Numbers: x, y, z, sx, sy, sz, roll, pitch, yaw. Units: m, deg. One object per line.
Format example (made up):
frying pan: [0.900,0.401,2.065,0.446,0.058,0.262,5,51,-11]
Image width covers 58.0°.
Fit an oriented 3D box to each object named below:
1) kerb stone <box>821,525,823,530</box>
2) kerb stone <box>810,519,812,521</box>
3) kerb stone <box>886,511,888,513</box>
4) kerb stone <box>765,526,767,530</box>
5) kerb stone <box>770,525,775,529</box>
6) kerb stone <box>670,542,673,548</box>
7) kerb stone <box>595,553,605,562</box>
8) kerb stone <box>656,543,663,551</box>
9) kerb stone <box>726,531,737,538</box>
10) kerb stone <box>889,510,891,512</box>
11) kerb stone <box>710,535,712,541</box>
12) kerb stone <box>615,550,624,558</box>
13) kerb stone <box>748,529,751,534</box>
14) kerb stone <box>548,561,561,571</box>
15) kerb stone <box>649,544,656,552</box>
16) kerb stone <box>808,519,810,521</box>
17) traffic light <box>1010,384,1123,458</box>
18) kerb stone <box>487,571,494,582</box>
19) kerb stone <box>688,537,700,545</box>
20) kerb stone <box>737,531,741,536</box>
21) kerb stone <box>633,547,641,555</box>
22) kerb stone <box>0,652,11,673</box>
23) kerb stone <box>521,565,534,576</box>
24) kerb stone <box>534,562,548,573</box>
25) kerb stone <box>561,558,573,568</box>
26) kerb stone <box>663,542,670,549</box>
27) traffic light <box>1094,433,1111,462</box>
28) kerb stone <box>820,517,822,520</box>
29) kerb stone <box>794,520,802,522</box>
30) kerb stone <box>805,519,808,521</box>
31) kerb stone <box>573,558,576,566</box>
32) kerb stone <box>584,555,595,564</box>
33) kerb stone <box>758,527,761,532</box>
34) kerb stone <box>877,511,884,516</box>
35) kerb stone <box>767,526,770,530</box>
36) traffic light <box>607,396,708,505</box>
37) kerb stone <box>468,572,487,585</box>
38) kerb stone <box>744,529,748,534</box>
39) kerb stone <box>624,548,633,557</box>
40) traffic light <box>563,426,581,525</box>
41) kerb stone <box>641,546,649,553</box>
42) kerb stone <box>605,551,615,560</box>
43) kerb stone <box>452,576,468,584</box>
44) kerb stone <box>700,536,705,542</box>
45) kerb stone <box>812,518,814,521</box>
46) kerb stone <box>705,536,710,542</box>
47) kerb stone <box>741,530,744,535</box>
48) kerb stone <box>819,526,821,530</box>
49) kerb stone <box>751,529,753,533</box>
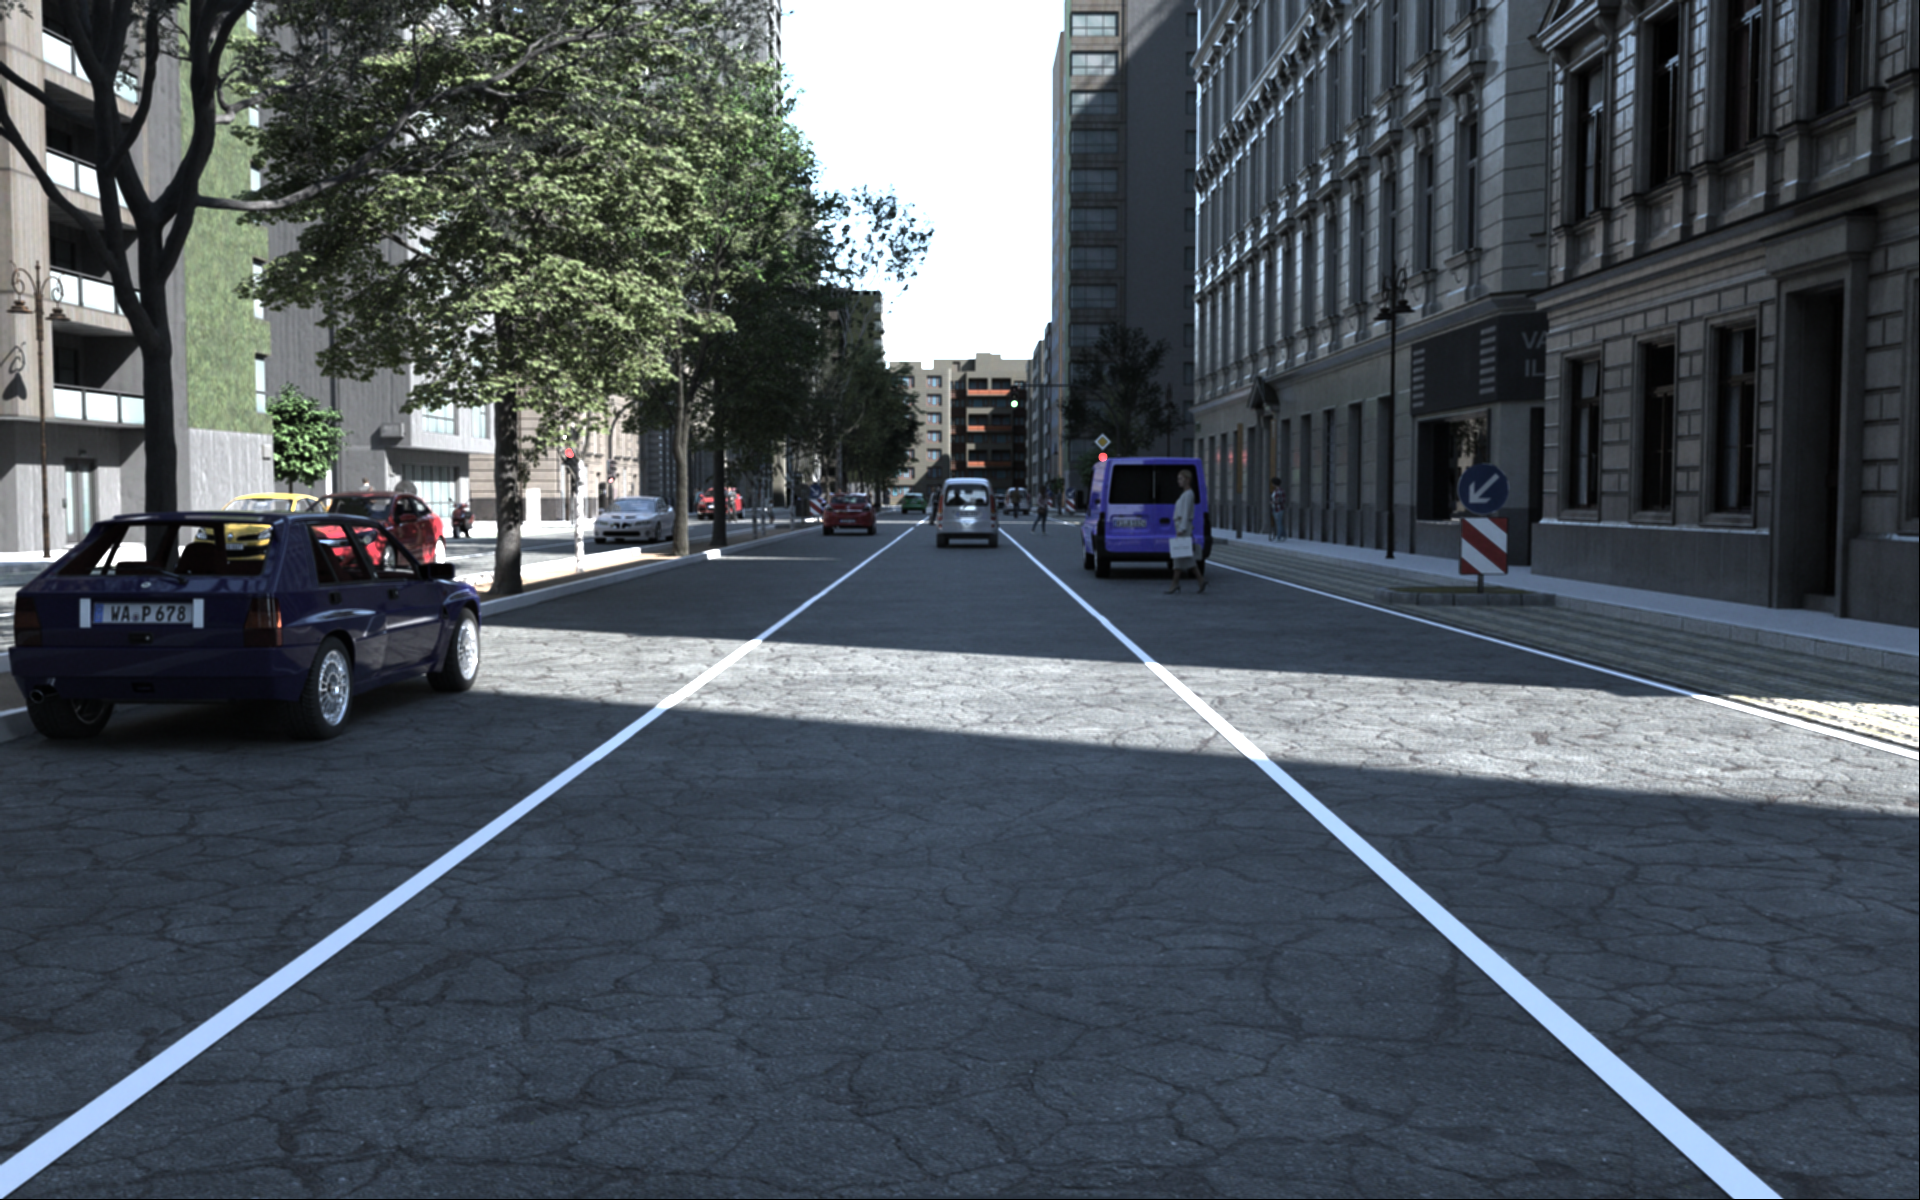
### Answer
kerb stone: [-5.590,-2.818,68.274,0.120,0.150,1.000,0,3,0]
kerb stone: [-7.683,-3.979,87.266,0.120,0.150,1.000,0,3,0]
kerb stone: [-5.581,-6.426,127.257,0.120,0.150,1.000,0,3,0]
kerb stone: [-7.688,-2.754,67.219,0.120,0.150,1.000,0,3,0]
kerb stone: [-7.681,-2.942,70.297,0.120,0.150,1.000,0,3,0]
kerb stone: [-7.696,-1.439,45.719,0.120,0.150,1.000,0,3,0]
kerb stone: [-7.695,-0.875,36.496,0.120,0.150,1.000,0,3,0]
kerb stone: [-7.696,-1.313,43.674,0.120,0.150,1.000,0,3,0]
kerb stone: [-7.690,-2.187,58.006,0.120,0.150,1.000,0,3,0]
kerb stone: [-5.578,-6.738,132.391,0.120,0.150,1.000,0,3,0]
kerb stone: [-7.689,-1.873,52.882,0.120,0.150,1.000,0,3,0]
kerb stone: [-7.693,-1.000,38.546,0.120,0.150,1.000,0,3,0]
kerb stone: [-7.690,-2.440,62.094,0.120,0.150,1.000,0,3,0]
kerb stone: [-7.695,-0.624,32.399,0.120,0.150,1.000,0,3,0]
kerb stone: [-7.689,-1.251,42.646,0.120,0.150,1.000,0,3,0]
kerb stone: [-7.684,-3.915,86.244,0.120,0.150,1.000,0,3,0]
traffic light: [4.462,-5.943,71.829,4.771,5.953,1.251,0,3,0]
kerb stone: [-7.695,-0.373,28.301,0.120,0.150,1.000,0,3,0]
kerb stone: [-7.692,-1.689,49.816,0.120,0.150,1.000,0,3,0]
kerb stone: [-7.691,-2.251,59.028,0.120,0.150,1.000,0,3,0]
kerb stone: [-7.697,-1.125,40.590,0.120,0.150,1.000,0,3,0]
kerb stone: [-7.694,0.508,13.956,0.120,0.150,1.000,0,3,0]
kerb stone: [-7.695,-0.499,30.347,0.120,0.150,1.000,0,3,0]
kerb stone: [-7.690,-0.562,31.377,0.120,0.150,1.000,0,3,0]
kerb stone: [-7.687,-0.680,33.427,0.120,0.150,1.000,0,3,0]
kerb stone: [-7.696,-1.376,44.697,0.120,0.150,1.000,0,3,0]
traffic light: [6.555,-5.568,79.955,0.839,4.253,0.868,0,3,0]
kerb stone: [-7.683,-4.357,93.432,0.120,0.150,1.000,0,3,0]
kerb stone: [-7.683,-3.662,82.149,0.120,0.150,1.000,0,3,0]
kerb stone: [-7.685,-3.855,85.222,0.120,0.150,1.000,0,3,0]
kerb stone: [-7.697,-0.749,34.448,0.120,0.150,1.000,0,3,0]
kerb stone: [-7.691,-0.812,35.474,0.120,0.150,1.000,0,3,0]
kerb stone: [-7.685,-2.628,65.168,0.120,0.150,1.000,0,3,0]
kerb stone: [-5.573,-6.049,121.100,0.120,0.150,1.000,0,3,0]
kerb stone: [-7.692,-2.816,68.244,0.120,0.150,1.000,0,3,0]
traffic light: [-14.015,-6.441,79.977,4.771,5.953,1.251,0,3,0]
kerb stone: [-7.695,-0.311,27.279,0.120,0.150,1.000,0,3,0]
kerb stone: [-7.691,-2.373,61.072,0.120,0.150,1.000,0,3,0]
kerb stone: [-7.690,-1.063,39.568,0.120,0.150,1.000,0,3,0]
traffic light: [-16.108,-5.079,71.958,0.839,4.253,0.868,0,3,0]
kerb stone: [-7.696,-1.184,41.620,0.120,0.150,1.000,0,3,0]
kerb stone: [-7.694,-0.937,37.519,0.120,0.150,1.000,0,3,0]
kerb stone: [-7.699,-0.240,26.258,0.120,0.150,1.000,0,3,0]
kerb stone: [-7.693,-1.751,50.838,0.120,0.150,1.000,0,3,0]
kerb stone: [-7.681,-4.043,88.296,0.120,0.150,1.000,0,3,0]
kerb stone: [-7.682,-1.811,51.860,0.120,0.150,1.000,0,3,0]
kerb stone: [-7.686,-2.315,60.050,0.120,0.150,1.000,0,3,0]
kerb stone: [-5.586,-2.753,67.253,0.120,0.150,1.000,0,3,0]
kerb stone: [-7.691,-2.501,63.124,0.120,0.150,1.000,0,3,0]
